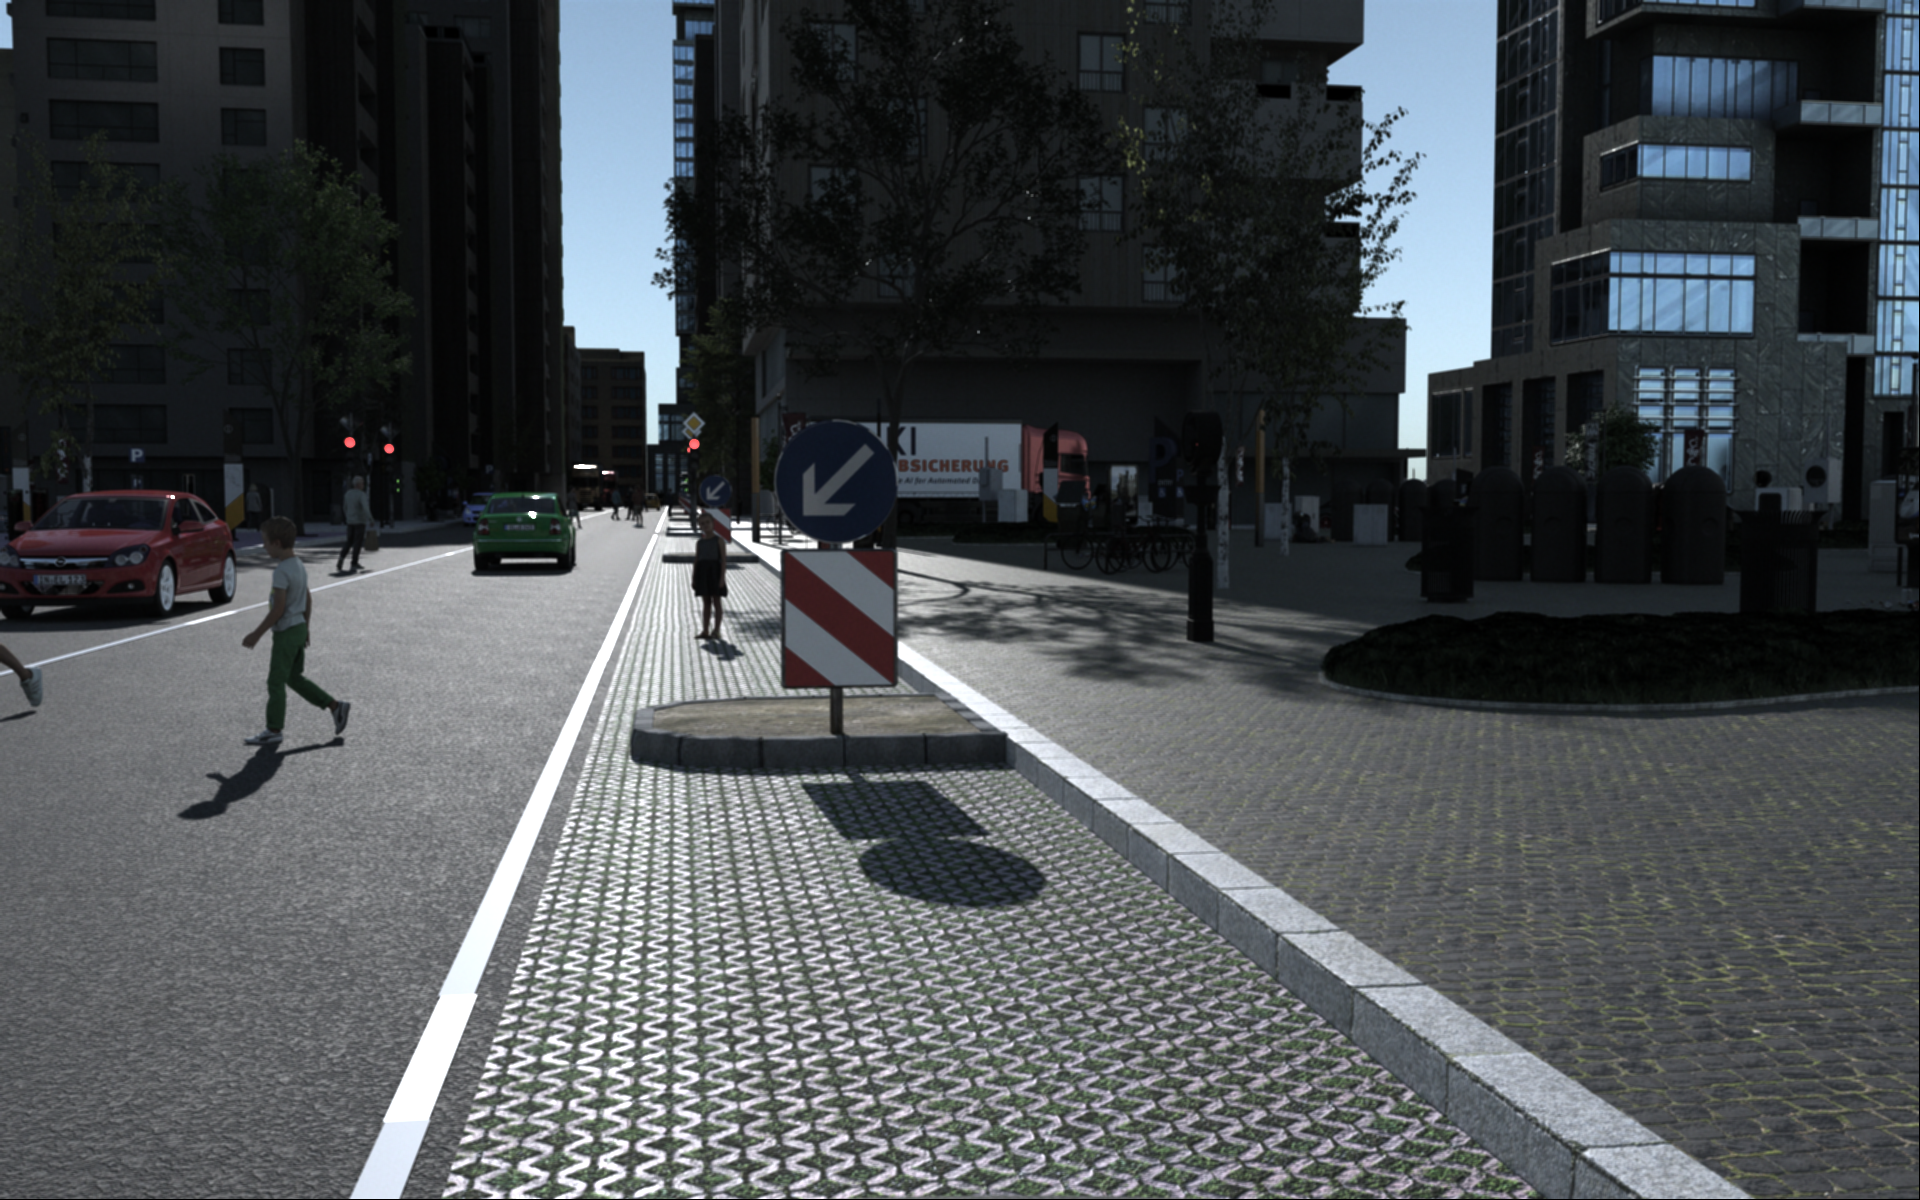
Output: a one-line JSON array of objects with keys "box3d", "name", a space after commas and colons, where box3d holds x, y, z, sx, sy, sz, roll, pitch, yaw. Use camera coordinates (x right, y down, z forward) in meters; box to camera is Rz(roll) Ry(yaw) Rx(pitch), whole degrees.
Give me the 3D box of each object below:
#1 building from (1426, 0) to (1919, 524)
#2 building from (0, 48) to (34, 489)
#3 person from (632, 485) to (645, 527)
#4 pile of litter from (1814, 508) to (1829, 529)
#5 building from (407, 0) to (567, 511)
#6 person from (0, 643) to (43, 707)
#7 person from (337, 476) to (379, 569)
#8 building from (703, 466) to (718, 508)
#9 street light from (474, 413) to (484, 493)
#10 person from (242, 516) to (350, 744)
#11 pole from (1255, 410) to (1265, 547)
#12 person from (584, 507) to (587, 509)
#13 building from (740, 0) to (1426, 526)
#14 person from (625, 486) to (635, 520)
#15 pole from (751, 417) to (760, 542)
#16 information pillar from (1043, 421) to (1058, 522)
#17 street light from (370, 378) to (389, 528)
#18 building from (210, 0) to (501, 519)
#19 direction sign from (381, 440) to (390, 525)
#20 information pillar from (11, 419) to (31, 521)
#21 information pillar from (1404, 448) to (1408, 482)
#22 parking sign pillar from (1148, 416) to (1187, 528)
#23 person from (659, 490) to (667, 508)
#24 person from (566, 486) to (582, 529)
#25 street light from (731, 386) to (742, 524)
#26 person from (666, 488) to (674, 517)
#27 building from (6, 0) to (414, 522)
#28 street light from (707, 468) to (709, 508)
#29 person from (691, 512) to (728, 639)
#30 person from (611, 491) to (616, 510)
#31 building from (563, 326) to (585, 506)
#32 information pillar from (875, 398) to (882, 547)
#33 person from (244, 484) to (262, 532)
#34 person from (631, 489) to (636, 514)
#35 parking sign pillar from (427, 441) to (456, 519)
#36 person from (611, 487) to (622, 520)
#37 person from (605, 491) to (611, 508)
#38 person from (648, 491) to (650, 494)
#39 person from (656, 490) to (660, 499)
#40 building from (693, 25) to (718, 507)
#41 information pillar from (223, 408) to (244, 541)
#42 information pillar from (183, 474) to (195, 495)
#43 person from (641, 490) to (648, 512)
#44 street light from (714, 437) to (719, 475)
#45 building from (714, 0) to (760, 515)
[{"box3d": [40.538, -47.094, 82.666, 31.000, 86.520, 22.319, -1, 4, -9], "name": "building"}, {"box3d": [-105.551, -34.818, 192.979, 21.600, 48.544, 21.300, -1, 4, -9], "name": "building"}, {"box3d": [-14.156, -4.144, 76.227, 0.573, 1.828, 0.580, 0, 4, -3], "name": "person"}, {"box3d": [31.045, -2.972, 62.563, 1.719, 0.858, 1.176, -2, 4, -31], "name": "pile of litter"}, {"box3d": [-37.505, -27.325, 130.353, 14.154, 41.232, 14.086, -1, 4, -9], "name": "building"}, {"box3d": [-6.374, -0.119, 11.188, 0.466, 1.731, 0.760, 2, 4, 31], "name": "person"}, {"box3d": [-11.449, -1.465, 32.941, 0.782, 1.767, 0.515, 2, 4, 27], "name": "person"}, {"box3d": [-12.951, -43.923, 156.385, 20.563, 71.187, 20.611, -1, 4, -9], "name": "building"}, {"box3d": [-27.609, -7.749, 99.490, 0.468, 5.910, 1.993, -1, 4, -9], "name": "street light"}, {"box3d": [-3.848, 0.166, 10.035, 0.590, 1.304, 0.306, -2, 4, -27], "name": "person"}, {"box3d": [7.260, -2.941, 41.929, 0.158, 3.312, 0.155, 0, 3, 0], "name": "pole"}, {"box3d": [-36.861, -9.843, 169.874, 0.683, 1.767, 0.568, 2, 4, 33], "name": "person"}, {"box3d": [3.357, -30.031, 80.241, 27.495, 52.752, 28.713, -1, 4, -9], "name": "building"}, {"box3d": [-18.251, -5.393, 96.036, 0.648, 1.900, 0.474, 3, 5, 42], "name": "person"}, {"box3d": [-5.442, -3.198, 46.136, 0.158, 3.312, 0.155, 0, 3, 0], "name": "pole"}, {"box3d": [2.922, -3.927, 55.565, 0.504, 3.616, 0.183, 0, 4, 2], "name": "information pillar"}, {"box3d": [-21.872, -5.661, 65.345, 0.468, 5.910, 1.993, -1, 4, -9], "name": "street light"}, {"box3d": [-36.524, -20.515, 107.120, 14.160, 30.474, 14.107, -1, 4, -9], "name": "building"}, {"box3d": [-23.940, -4.908, 72.245, 0.379, 3.537, 0.876, 1, 4, 11], "name": "direction sign"}, {"box3d": [-29.471, -3.855, 54.392, 0.504, 3.616, 0.183, 0, 4, -4], "name": "information pillar"}, {"box3d": [22.484, -5.905, 87.900, 0.504, 3.616, 0.183, 3, 4, 37], "name": "information pillar"}, {"box3d": [7.037, -4.319, 59.092, 1.447, 3.967, 1.447, -3, 5, -39], "name": "parking sign pillar"}, {"box3d": [-30.464, -10.298, 176.500, 1.348, 1.869, 0.705, 0, 4, 6], "name": "person"}, {"box3d": [-15.974, -3.845, 71.704, 0.599, 1.781, 0.374, 1, 4, 18], "name": "person"}, {"box3d": [-9.472, -6.176, 73.769, 0.468, 5.910, 1.993, -1, 4, -9], "name": "street light"}, {"box3d": [-18.348, -6.168, 109.532, 0.419, 1.800, 0.721, 1, 4, 17], "name": "person"}, {"box3d": [-33.560, -18.840, 79.737, 14.160, 30.474, 14.107, -1, 4, -9], "name": "building"}, {"box3d": [-20.560, -10.297, 141.141, 0.468, 5.910, 1.993, -1, 4, -9], "name": "street light"}, {"box3d": [-2.462, -0.235, 17.018, 0.362, 1.253, 0.373, 2, 4, 27], "name": "person"}, {"box3d": [-31.579, -9.085, 157.777, 0.721, 1.736, 1.217, 0, 4, 7], "name": "person"}, {"box3d": [-58.793, -21.599, 198.190, 28.899, 21.520, 27.650, -1, 4, -9], "name": "building"}, {"box3d": [-1.960, -3.093, 41.931, 0.183, 3.616, 0.504, 0, 4, -3], "name": "information pillar"}, {"box3d": [-24.774, -3.173, 60.560, 0.709, 1.800, 0.728, 1, 4, 9], "name": "person"}, {"box3d": [-22.867, -6.886, 121.434, 0.599, 1.781, 0.374, 2, 4, 34], "name": "person"}, {"box3d": [-26.489, -6.109, 88.354, 1.447, 3.967, 1.447, 2, 4, 30], "name": "parking sign pillar"}, {"box3d": [-19.317, -5.424, 97.037, 0.748, 1.841, 0.638, -3, 5, -44], "name": "person"}, {"box3d": [-36.555, -10.462, 180.005, 0.683, 1.767, 0.568, 0, 4, 1], "name": "person"}, {"box3d": [-38.746, -12.678, 215.918, 0.705, 1.807, 1.348, -2, 4, -29], "name": "person"}, {"box3d": [-29.737, -9.876, 170.074, 0.705, 1.812, 1.348, -2, 4, -29], "name": "person"}, {"box3d": [-16.408, -33.912, 178.162, 21.300, 48.544, 21.600, -1, 4, -9], "name": "building"}, {"box3d": [-19.881, -3.426, 47.373, 0.504, 3.616, 0.183, 0, 4, -8], "name": "information pillar"}, {"box3d": [-28.872, -3.694, 64.882, 0.304, 2.012, 0.304, 3, 4, 38], "name": "information pillar"}, {"box3d": [-25.535, -8.022, 140.063, 0.834, 1.777, 0.661, 0, 4, 4], "name": "person"}, {"box3d": [-15.014, -8.246, 107.603, 0.468, 5.910, 1.993, -1, 4, -9], "name": "street light"}, {"box3d": [-6.411, -35.369, 120.282, 21.231, 58.520, 28.212, -1, 4, -9], "name": "building"}]
